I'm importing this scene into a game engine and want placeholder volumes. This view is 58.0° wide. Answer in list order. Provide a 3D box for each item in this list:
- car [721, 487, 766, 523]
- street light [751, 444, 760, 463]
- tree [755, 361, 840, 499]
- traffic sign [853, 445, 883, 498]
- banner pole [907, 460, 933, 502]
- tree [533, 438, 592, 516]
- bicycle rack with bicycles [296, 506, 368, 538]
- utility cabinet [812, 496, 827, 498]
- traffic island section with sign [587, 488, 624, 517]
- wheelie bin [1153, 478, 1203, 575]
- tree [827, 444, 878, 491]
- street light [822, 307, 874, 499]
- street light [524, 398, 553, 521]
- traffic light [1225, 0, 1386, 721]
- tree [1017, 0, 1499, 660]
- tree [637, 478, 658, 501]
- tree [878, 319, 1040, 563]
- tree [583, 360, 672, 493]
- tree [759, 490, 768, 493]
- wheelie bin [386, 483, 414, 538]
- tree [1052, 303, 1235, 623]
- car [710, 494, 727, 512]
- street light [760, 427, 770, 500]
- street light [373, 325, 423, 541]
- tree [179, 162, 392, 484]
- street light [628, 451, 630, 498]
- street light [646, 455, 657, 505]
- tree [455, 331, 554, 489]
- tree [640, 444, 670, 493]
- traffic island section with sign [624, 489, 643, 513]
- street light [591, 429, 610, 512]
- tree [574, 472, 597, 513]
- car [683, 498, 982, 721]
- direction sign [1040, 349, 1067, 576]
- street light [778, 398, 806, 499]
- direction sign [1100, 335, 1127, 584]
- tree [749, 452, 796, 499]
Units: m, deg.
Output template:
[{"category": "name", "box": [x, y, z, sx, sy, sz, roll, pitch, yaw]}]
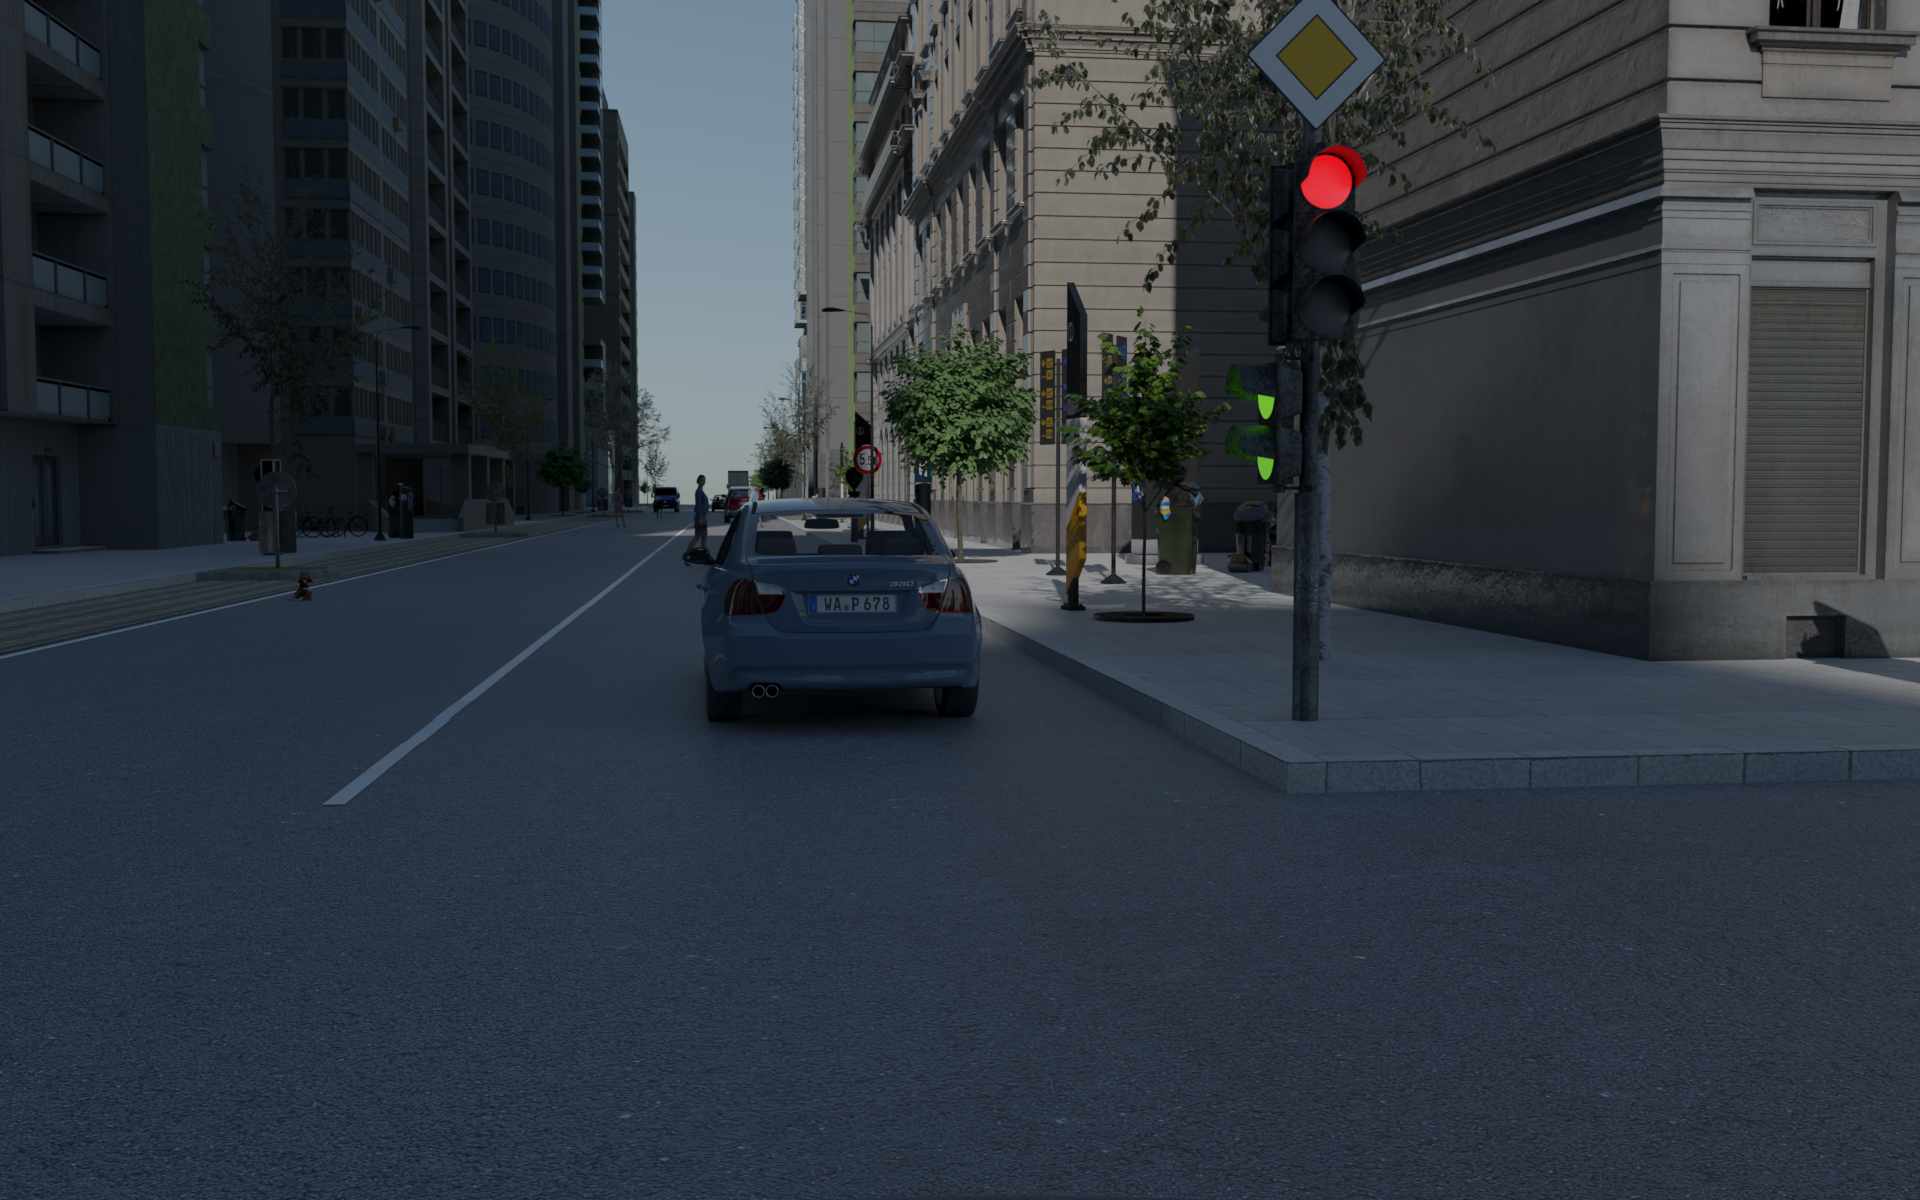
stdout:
[{"category": "car", "box": [-11.073, -4.897, 88.732, 2.281, 1.827, 5.304, 0, 4, -8]}, {"category": "street light", "box": [-18.275, -11.470, 160.082, 1.470, 5.913, 1.316, 0, 4, -8]}, {"category": "tree", "box": [-8.679, -8.800, 94.243, 4.360, 8.622, 3.978, 0, 3, 0]}, {"category": "traffic sign", "box": [-2.387, -2.737, 44.861, 0.768, 2.556, 0.104, 0, 4, -4]}, {"category": "banner pole", "box": [-1.135, -3.423, 45.979, 0.863, 3.779, 0.401, 0, 4, 2]}, {"category": "tree", "box": [-23.356, -7.237, 102.031, 4.285, 4.588, 4.351, 0, 3, 0]}, {"category": "bicycle rack with bicycles", "box": [-19.152, -2.333, 51.520, 2.925, 0.926, 2.852, -2, 4, -25]}, {"category": "utility cabinet", "box": [-5.558, -3.508, 68.511, 0.306, 1.237, 1.020, 1, 4, 13]}, {"category": "traffic island section with sign", "box": [-22.015, -6.022, 107.087, 1.989, 1.847, 2.006, 0, 4, -8]}, {"category": "wheelie bin", "box": [3.501, -1.210, 27.687, 0.693, 1.594, 0.980, 1, 4, 20]}, {"category": "tree", "box": [-3.438, -3.958, 59.316, 1.663, 3.219, 1.824, 0, 3, 0]}, {"category": "street light", "box": [-2.736, -4.325, 43.263, 1.470, 5.913, 1.316, 0, 4, -8]}, {"category": "street light", "box": [-20.392, -6.809, 83.868, 1.470, 5.913, 1.316, 0, 4, -8]}, {"category": "traffic light", "box": [1.942, -1.272, 9.726, 0.839, 4.253, 0.868, 0, 4, -8]}, {"category": "tree", "box": [2.567, -3.839, 13.125, 4.360, 8.622, 3.978, 0, 3, 0]}, {"category": "tree", "box": [-36.809, -12.734, 202.807, 1.663, 3.219, 1.824, 0, 3, 0]}, {"category": "tree", "box": [0.036, -2.996, 32.704, 4.285, 4.588, 4.351, 0, 3, 0]}, {"category": "tree", "box": [-31.324, -15.098, 157.220, 12.009, 13.543, 11.850, 0, 3, 0]}, {"category": "tree", "box": [-25.708, -14.003, 223.547, 1.663, 3.219, 1.824, 0, 3, 0]}, {"category": "wheelie bin", "box": [-16.436, -2.628, 50.884, 0.693, 1.594, 0.980, 0, 4, -4]}, {"category": "tree", "box": [1.870, -1.417, 17.776, 1.663, 3.219, 1.824, 0, 3, 0]}, {"category": "car", "box": [-19.122, -7.921, 139.299, 2.009, 1.686, 4.222, -1, 4, -9]}, {"category": "street light", "box": [-12.894, -9.014, 119.925, 1.470, 5.913, 1.316, 0, 4, -8]}, {"category": "street light", "box": [-15.452, -4.593, 47.629, 1.470, 5.913, 1.316, 0, 4, -8]}, {"category": "tree", "box": [-15.387, -5.454, 39.543, 4.360, 8.622, 3.978, 0, 3, 0]}, {"category": "street light", "box": [-31.395, -11.895, 167.024, 1.470, 5.913, 1.316, 0, 4, -8]}, {"category": "street light", "box": [-36.783, -14.326, 206.763, 1.470, 5.913, 1.316, 0, 4, -8]}, {"category": "tree", "box": [-20.856, -7.899, 79.518, 4.737, 8.622, 4.395, 0, 3, 0]}, {"category": "tree", "box": [-40.245, -16.992, 228.176, 4.737, 8.622, 4.395, 0, 3, 0]}, {"category": "traffic island section with sign", "box": [-25.629, -7.688, 134.321, 1.989, 1.847, 2.006, 0, 4, -8]}, {"category": "street light", "box": [-25.554, -9.210, 123.132, 1.470, 5.913, 1.316, 0, 4, -8]}, {"category": "tree", "box": [-26.158, -7.637, 119.466, 1.663, 3.219, 1.824, 0, 3, 0]}, {"category": "car", "box": [-0.953, -0.019, 12.312, 2.014, 1.417, 4.499, -1, 4, -9]}, {"category": "direction sign", "box": [1.545, -2.157, 27.260, 0.379, 3.537, 0.876, -3, 4, -37]}, {"category": "street light", "box": [-8.053, -6.791, 83.571, 1.470, 5.913, 1.316, 0, 4, -8]}, {"category": "direction sign", "box": [2.199, -2.002, 24.723, 0.379, 3.537, 0.876, 2, 4, 27]}, {"category": "tree", "box": [-14.366, -9.361, 136.769, 4.285, 4.588, 4.351, 0, 3, 0]}]
